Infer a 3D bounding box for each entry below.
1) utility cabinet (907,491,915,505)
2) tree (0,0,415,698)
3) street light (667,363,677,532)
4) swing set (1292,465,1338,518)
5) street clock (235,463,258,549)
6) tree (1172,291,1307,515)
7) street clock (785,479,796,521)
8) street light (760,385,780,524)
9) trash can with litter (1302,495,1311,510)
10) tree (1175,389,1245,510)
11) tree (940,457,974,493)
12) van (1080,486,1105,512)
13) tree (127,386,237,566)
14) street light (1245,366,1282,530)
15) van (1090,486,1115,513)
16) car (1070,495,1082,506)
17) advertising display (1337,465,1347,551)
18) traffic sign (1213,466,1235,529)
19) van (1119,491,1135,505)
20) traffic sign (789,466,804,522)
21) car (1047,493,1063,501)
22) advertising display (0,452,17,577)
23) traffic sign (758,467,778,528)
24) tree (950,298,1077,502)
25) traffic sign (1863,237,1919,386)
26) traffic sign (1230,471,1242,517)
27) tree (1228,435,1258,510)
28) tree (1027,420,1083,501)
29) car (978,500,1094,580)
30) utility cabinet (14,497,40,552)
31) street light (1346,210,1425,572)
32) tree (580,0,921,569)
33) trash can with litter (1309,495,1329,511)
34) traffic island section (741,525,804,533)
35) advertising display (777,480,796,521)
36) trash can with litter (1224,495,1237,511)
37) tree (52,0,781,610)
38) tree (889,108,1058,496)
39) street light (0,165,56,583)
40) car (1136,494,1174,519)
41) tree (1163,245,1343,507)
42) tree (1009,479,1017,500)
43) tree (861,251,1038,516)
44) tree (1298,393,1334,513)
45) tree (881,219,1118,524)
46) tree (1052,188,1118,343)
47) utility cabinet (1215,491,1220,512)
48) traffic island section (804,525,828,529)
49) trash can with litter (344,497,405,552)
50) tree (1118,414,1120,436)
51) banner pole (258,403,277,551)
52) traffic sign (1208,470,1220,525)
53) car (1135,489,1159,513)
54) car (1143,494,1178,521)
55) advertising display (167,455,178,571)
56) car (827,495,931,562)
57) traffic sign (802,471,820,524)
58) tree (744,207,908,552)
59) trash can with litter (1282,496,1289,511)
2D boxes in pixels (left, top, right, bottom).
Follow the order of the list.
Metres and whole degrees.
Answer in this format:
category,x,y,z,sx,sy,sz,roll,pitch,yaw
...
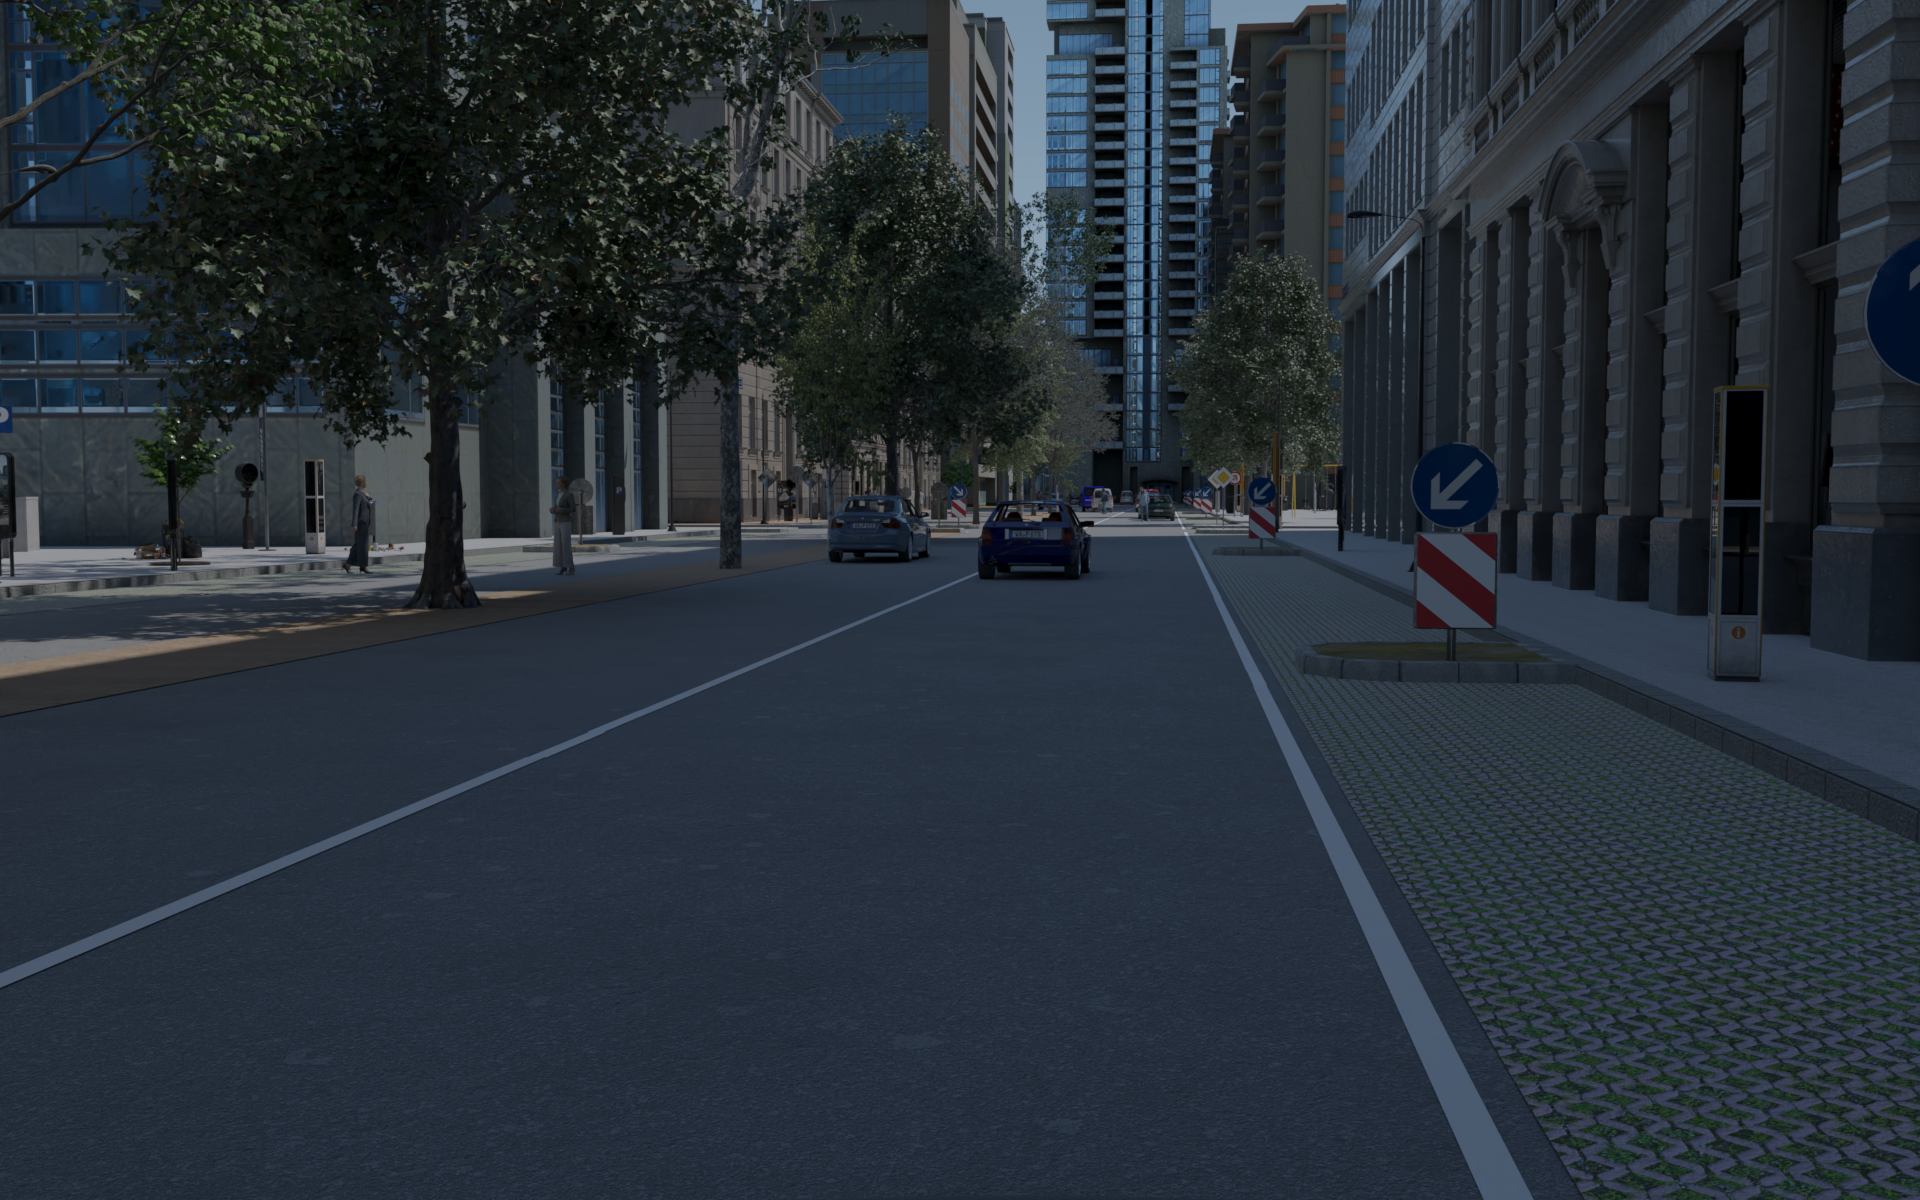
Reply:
category,x,y,z,sx,sy,sz,roll,pitch,yaw
utility cabinet,-3.359,-6.557,115.891,0.318,1.500,1.173,2,4,29
tree,-7.221,-5.096,11.527,9.928,11.665,9.643,0,3,0
street light,-9.347,-5.300,59.201,1.470,5.913,1.316,0,4,7
swing set,19.264,-5.842,93.143,3.119,2.851,2.862,0,4,8
street clock,-16.570,-2.184,40.281,0.358,2.002,0.471,2,4,31
tree,17.714,-12.223,106.506,9.857,13.997,8.962,0,3,0
street clock,-7.952,-4.684,81.153,0.471,2.002,0.358,-2,4,-24
street light,-7.771,-6.147,73.051,1.470,5.913,1.316,0,4,7
trash can with litter,28.162,-7.880,140.222,0.624,1.170,1.055,-1,4,-17
tree,21.737,-13.781,143.439,7.486,12.596,7.792,0,3,0
tree,-0.052,-9.908,145.716,4.285,4.588,4.351,0,3,0
van,10.849,-8.326,140.518,2.240,2.365,5.245,0,4,5
tree,-14.248,-2.248,31.356,1.663,3.219,1.824,0,3,0
street light,11.002,-5.517,62.749,1.470,5.913,1.316,0,4,7
van,11.164,-7.872,135.726,2.013,2.044,4.112,0,4,5
car,13.356,-11.586,202.004,1.945,1.354,3.894,0,4,8
advertising display,8.616,-2.073,39.108,0.123,1.923,0.974,1,4,18
traffic sign,9.595,-3.637,63.106,0.795,2.450,0.064,0,4,7
van,21.251,-13.062,220.571,2.013,2.044,4.112,0,4,6
traffic sign,-7.377,-4.780,78.256,0.768,2.556,0.104,1,4,10
car,9.995,-10.431,180.137,1.945,1.707,3.694,0,4,7
advertising display,-15.148,-1.332,26.986,0.974,1.923,0.123,1,4,15
traffic sign,-7.228,-3.761,65.127,0.795,2.450,0.064,0,4,7
tree,2.066,-10.283,88.705,7.486,12.596,7.792,0,3,0
traffic sign,4.804,-0.513,8.495,0.768,2.556,0.104,1,4,11
traffic sign,15.228,-5.864,95.977,0.768,2.556,0.104,0,4,8
tree,20.593,-10.808,127.080,4.360,8.622,3.978,0,3,0
tree,7.576,-11.084,134.042,4.737,8.622,4.395,0,3,0
car,1.353,-1.091,30.425,1.945,1.354,3.894,0,4,8
utility cabinet,-20.945,-1.692,38.827,0.306,1.237,1.020,-1,4,-14
street light,7.021,-3.420,28.458,1.470,5.913,1.316,0,4,7
tree,-5.492,-10.713,33.507,12.611,20.169,13.585,0,3,0
trash can with litter,27.162,-7.320,130.738,1.678,1.210,2.233,-2,4,-26
traffic island section,-7.252,-2.625,65.192,2.009,0.180,2.903,0,4,7
advertising display,-8.110,-4.672,81.593,0.974,1.923,0.123,0,4,4
trash can with litter,20.824,-7.380,131.726,1.678,1.210,2.233,-1,4,-17
tree,-6.474,-6.247,21.598,9.611,12.733,9.660,0,3,0
tree,-2.006,-8.067,51.356,9.611,12.733,9.660,0,3,0
street light,-13.445,-3.187,24.655,1.470,5.913,1.316,0,4,7
car,11.176,-5.356,99.367,2.131,1.459,4.920,0,4,7
tree,14.048,-9.953,79.742,9.611,12.733,9.660,0,3,0
tree,6.398,-12.692,202.111,1.663,3.219,1.824,0,3,0
tree,-1.371,-7.537,60.097,8.767,10.594,7.601,0,4,7
tree,23.701,-10.128,115.952,4.360,8.622,3.978,0,3,0
tree,0.740,-10.041,77.000,12.009,13.543,11.850,0,3,0
tree,2.331,-14.781,100.007,12.611,20.169,13.585,0,3,0
utility cabinet,18.142,-6.932,122.024,0.318,1.500,1.173,0,4,7
traffic island section,-6.305,-3.110,73.121,2.009,0.180,2.903,0,4,7
trash can with litter,-13.245,-1.747,39.619,1.678,1.210,2.233,0,4,6
tree,4.829,-12.231,112.802,12.009,13.543,11.850,0,3,0
banner pole,-15.791,-3.012,39.262,0.401,3.779,0.863,-2,4,-32
traffic sign,10.542,-4.122,71.035,0.795,2.450,0.064,0,4,7
car,14.825,-7.782,135.908,2.281,1.827,5.304,0,4,7
car,10.685,-5.089,92.987,2.009,1.686,4.222,0,4,7
advertising display,-13.295,-1.470,29.249,0.123,1.923,0.974,-2,4,-23
car,-1.735,-1.575,37.750,2.014,1.417,4.499,0,4,7
traffic sign,-6.281,-4.246,73.056,0.795,2.450,0.064,0,4,7
tree,-3.198,-5.479,42.406,4.737,8.622,4.395,0,3,0
trash can with litter,24.465,-7.365,131.812,1.055,1.170,0.624,2,4,33
